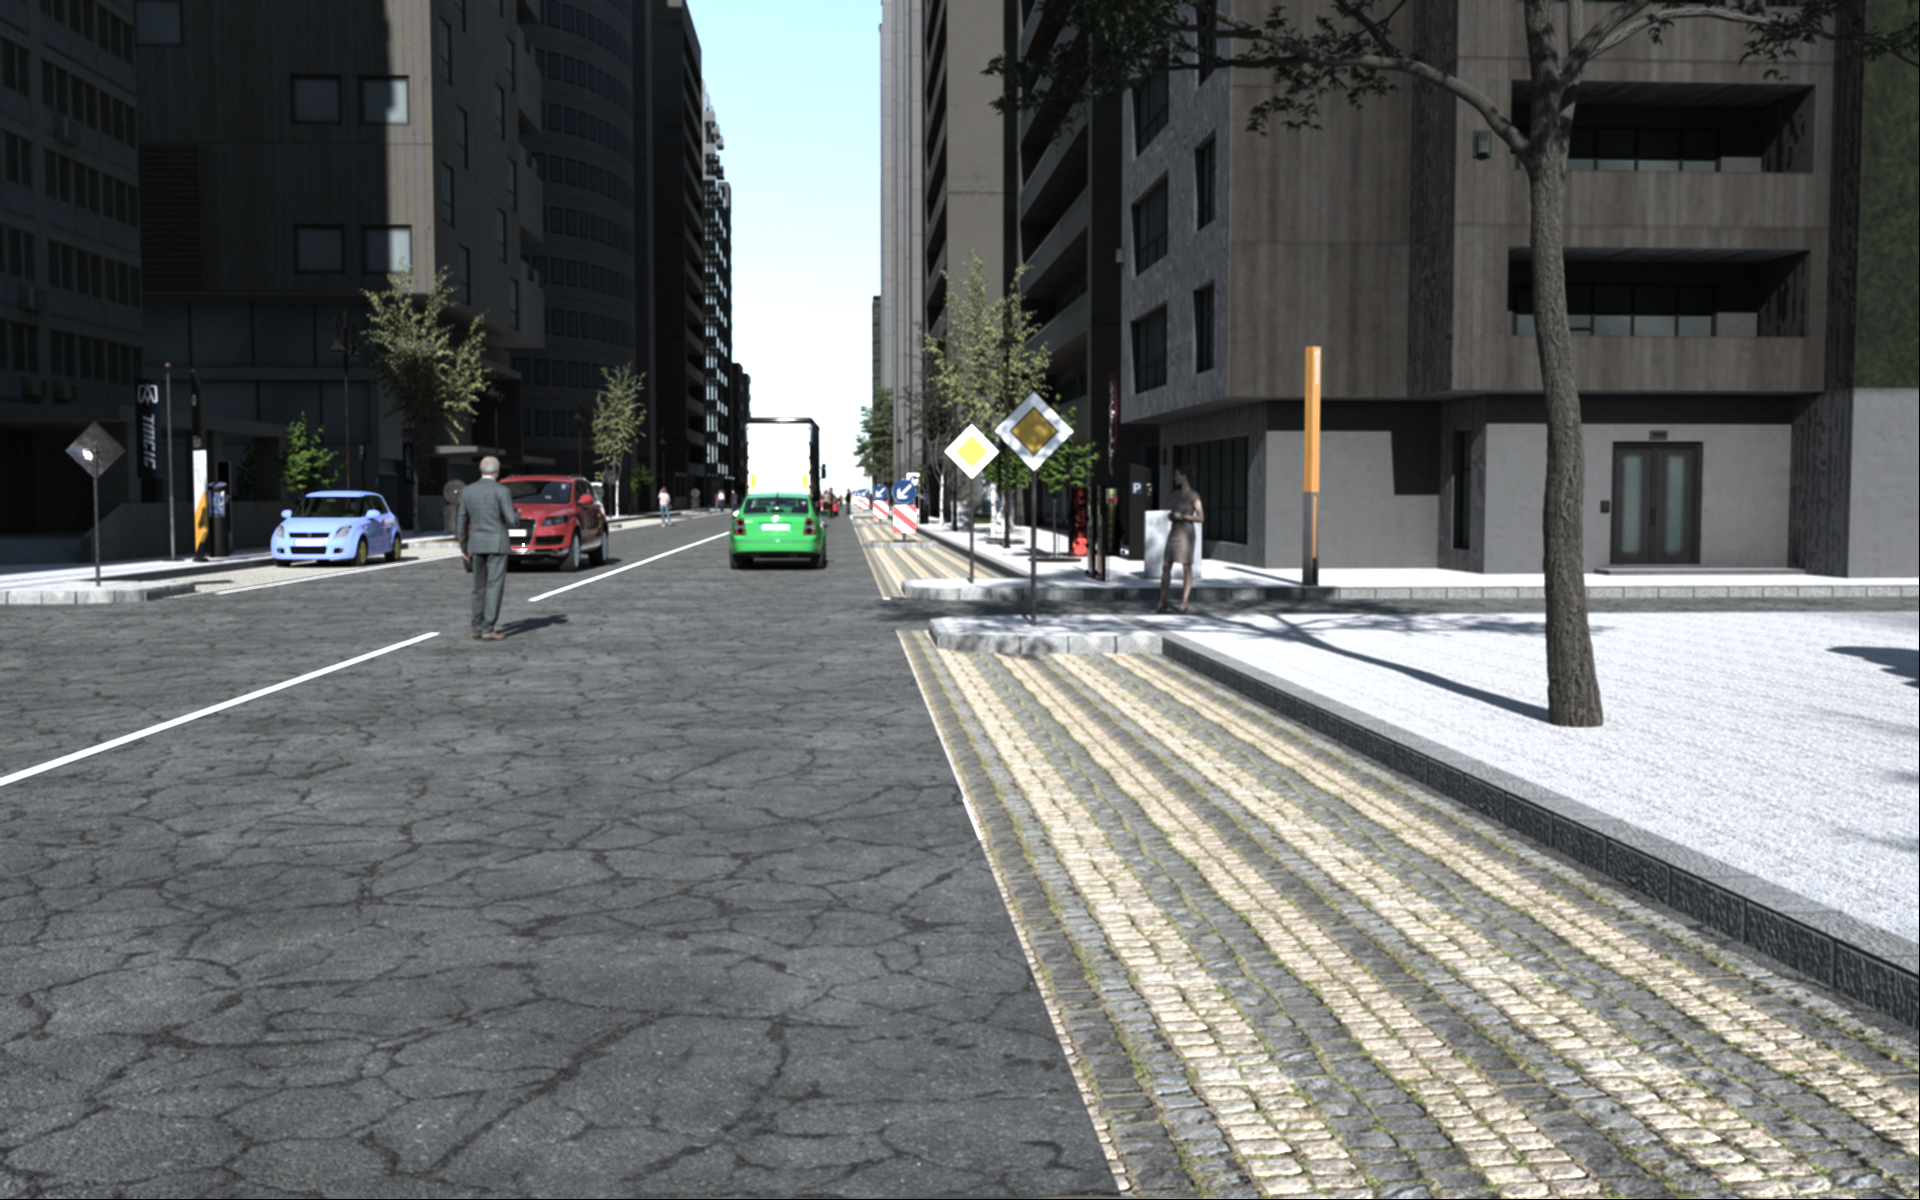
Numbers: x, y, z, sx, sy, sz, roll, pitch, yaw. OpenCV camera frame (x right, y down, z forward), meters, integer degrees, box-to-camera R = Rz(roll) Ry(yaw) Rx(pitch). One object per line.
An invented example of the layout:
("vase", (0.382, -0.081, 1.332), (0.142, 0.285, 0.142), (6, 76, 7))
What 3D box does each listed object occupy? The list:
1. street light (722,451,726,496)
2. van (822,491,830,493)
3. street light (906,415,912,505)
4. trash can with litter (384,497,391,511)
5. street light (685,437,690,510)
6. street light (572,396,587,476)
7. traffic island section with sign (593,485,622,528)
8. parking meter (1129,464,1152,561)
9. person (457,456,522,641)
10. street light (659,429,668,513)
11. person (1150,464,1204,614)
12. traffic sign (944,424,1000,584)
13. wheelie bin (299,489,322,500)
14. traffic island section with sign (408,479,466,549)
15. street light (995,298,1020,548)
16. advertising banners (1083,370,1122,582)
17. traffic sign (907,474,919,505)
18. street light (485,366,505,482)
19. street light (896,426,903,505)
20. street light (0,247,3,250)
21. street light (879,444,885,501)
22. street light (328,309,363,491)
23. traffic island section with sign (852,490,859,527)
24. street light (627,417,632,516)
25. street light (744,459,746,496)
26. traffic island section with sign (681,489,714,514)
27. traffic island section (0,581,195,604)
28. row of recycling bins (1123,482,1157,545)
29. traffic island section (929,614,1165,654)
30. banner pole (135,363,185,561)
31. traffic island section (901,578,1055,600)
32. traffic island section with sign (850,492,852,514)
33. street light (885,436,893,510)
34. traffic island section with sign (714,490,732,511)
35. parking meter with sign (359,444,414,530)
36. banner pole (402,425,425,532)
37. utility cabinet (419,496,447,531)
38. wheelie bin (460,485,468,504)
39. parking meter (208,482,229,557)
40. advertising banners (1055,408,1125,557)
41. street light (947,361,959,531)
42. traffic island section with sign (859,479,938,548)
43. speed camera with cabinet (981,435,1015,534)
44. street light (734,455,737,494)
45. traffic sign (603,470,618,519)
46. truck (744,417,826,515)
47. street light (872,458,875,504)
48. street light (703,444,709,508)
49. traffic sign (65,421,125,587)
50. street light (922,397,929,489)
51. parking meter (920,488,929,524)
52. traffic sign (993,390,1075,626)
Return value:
("street light", (-24.934, -12.877, 183.325), (0.468, 5.910, 1.993), (0, 4, -4))
("van", (-17.714, -13.632, 229.894), (2.013, 2.044, 4.112), (0, 4, -4))
("street light", (-2.877, -7.749, 99.483), (0.468, 5.910, 1.993), (0, 4, -4))
("trash can with litter", (-30.711, -5.001, 93.151), (1.055, 1.170, 0.624), (0, 4, 8))
("street light", (-21.886, -10.186, 139.324), (0.468, 5.910, 1.993), (0, 4, -4))
("street light", (-17.932, -6.665, 81.763), (0.468, 5.910, 1.993), (0, 4, -4))
("traffic island section with sign", (-15.353, -3.944, 73.105), (1.989, 1.847, 2.006), (0, 4, -4))
("parking meter", (3.486, -1.697, 33.464), (0.399, 1.863, 0.255), (2, 4, 34))
("person", (-4.618, -0.517, 17.127), (0.661, 1.801, 0.590), (1, 4, 15))
("street light", (-20.579, -9.016, 120.206), (0.468, 5.910, 1.993), (0, 4, -4))
("person", (2.586, -0.719, 20.594), (0.374, 1.781, 0.599), (-3, 5, -40))
("traffic sign", (0.166, -1.292, 24.773), (0.795, 2.450, 0.064), (0, 4, -4))
("wheelie bin", (-23.304, -3.324, 62.259), (0.693, 1.594, 0.980), (-3, 5, -41))
("traffic island section with sign", (-13.510, -2.299, 46.213), (1.989, 1.847, 2.006), (0, 4, -4))
("street light", (1.120, -4.172, 41.007), (0.468, 5.910, 1.993), (0, 4, -4))
("advertising banners", (2.086, -1.796, 25.551), (0.090, 3.025, 2.074), (0, 4, -6))
("traffic sign", (-2.283, -5.039, 84.514), (0.606, 2.300, 0.079), (0, 4, 5))
("street light", (-16.719, -5.487, 62.505), (0.468, 5.910, 1.993), (0, 4, -4))
("street light", (-4.111, -8.892, 118.165), (0.468, 5.910, 1.993), (0, 4, -4))
("street light", (-13.957, -3.149, 24.279), (0.468, 5.910, 1.993), (0, 4, -4))
("street light", (-6.793, -11.240, 156.565), (0.468, 5.910, 1.993), (0, 4, -4))
("street light", (-15.351, -4.318, 43.391), (0.468, 5.910, 1.993), (0, 4, -4))
("traffic island section with sign", (-3.550, -4.028, 74.490), (1.989, 1.847, 2.006), (0, 4, -4))
("street light", (-19.240, -7.822, 100.679), (0.468, 5.910, 1.993), (0, 4, -4))
("street light", (-27.572, -15.261, 222.296), (0.468, 5.910, 1.993), (0, 4, -4))
("traffic island section with sign", (-18.788, -7.013, 123.289), (1.989, 1.847, 2.006), (0, 4, -4))
("traffic island section", (-11.974, -0.107, 24.026), (2.009, 0.180, 2.903), (0, 4, -4))
("row of recycling bins", (5.872, -2.240, 43.730), (3.534, 1.692, 1.069), (0, 4, -1))
("traffic island section", (0.735, 0.330, 16.886), (2.009, 0.180, 2.903), (0, 4, -4))
("banner pole", (-15.301, -2.632, 33.053), (0.863, 3.779, 0.401), (0, 4, -3))
("traffic island section", (0.189, -0.157, 24.852), (2.009, 0.180, 2.903), (0, 4, -4))
("traffic island section with sign", (-6.974, -7.082, 124.410), (1.989, 1.847, 2.006), (0, 4, -4))
("street light", (-5.511, -10.060, 137.276), (0.468, 5.910, 1.993), (0, 4, -4))
("traffic island section with sign", (-20.642, -8.658, 150.180), (1.989, 1.847, 2.006), (0, 4, -4))
("parking meter with sign", (-20.314, -3.985, 61.421), (1.738, 3.016, 0.543), (-2, 4, -34))
("banner pole", (-18.373, -4.164, 58.096), (0.863, 3.779, 0.401), (2, 4, 24))
("utility cabinet", (-18.320, -3.004, 60.277), (0.306, 1.237, 1.020), (2, 4, 29))
("wheelie bin", (-16.933, -3.195, 60.149), (0.980, 1.594, 0.693), (2, 4, 28))
("parking meter", (-15.065, -1.638, 35.188), (0.372, 1.533, 0.369), (0, 3, 0))
("advertising banners", (2.466, -2.396, 35.358), (2.074, 3.025, 0.090), (-2, 4, -27))
("street light", (-0.162, -5.349, 60.252), (0.468, 5.910, 1.993), (0, 4, -4))
("traffic island section with sign", (-1.633, -2.329, 46.702), (1.989, 1.847, 2.006), (0, 4, -4))
("speed camera with cabinet", (1.244, -3.832, 56.983), (0.660, 3.252, 2.038), (1, 4, 18))
("street light", (-26.273, -14.072, 202.859), (0.468, 5.910, 1.993), (0, 4, -4))
("traffic sign", (-18.183, -5.502, 90.057), (0.768, 2.556, 0.104), (0, 4, 5))
("truck", (-6.890, -4.894, 68.933), (2.839, 4.237, 11.283), (0, 4, -3))
("street light", (-9.840, -13.909, 200.204), (0.468, 5.910, 1.993), (0, 4, -4))
("street light", (-23.304, -11.411, 159.365), (0.468, 5.910, 1.993), (0, 4, -4))
("traffic sign", (-11.951, -1.243, 23.966), (0.795, 2.450, 0.064), (0, 4, -4))
("street light", (-1.575, -6.567, 80.164), (0.468, 5.910, 1.993), (0, 4, -4))
("parking meter", (-1.542, -4.037, 74.416), (0.372, 1.533, 0.369), (0, 3, 0))
("traffic sign", (0.712, -0.805, 16.807), (0.795, 2.450, 0.064), (0, 4, -4))
